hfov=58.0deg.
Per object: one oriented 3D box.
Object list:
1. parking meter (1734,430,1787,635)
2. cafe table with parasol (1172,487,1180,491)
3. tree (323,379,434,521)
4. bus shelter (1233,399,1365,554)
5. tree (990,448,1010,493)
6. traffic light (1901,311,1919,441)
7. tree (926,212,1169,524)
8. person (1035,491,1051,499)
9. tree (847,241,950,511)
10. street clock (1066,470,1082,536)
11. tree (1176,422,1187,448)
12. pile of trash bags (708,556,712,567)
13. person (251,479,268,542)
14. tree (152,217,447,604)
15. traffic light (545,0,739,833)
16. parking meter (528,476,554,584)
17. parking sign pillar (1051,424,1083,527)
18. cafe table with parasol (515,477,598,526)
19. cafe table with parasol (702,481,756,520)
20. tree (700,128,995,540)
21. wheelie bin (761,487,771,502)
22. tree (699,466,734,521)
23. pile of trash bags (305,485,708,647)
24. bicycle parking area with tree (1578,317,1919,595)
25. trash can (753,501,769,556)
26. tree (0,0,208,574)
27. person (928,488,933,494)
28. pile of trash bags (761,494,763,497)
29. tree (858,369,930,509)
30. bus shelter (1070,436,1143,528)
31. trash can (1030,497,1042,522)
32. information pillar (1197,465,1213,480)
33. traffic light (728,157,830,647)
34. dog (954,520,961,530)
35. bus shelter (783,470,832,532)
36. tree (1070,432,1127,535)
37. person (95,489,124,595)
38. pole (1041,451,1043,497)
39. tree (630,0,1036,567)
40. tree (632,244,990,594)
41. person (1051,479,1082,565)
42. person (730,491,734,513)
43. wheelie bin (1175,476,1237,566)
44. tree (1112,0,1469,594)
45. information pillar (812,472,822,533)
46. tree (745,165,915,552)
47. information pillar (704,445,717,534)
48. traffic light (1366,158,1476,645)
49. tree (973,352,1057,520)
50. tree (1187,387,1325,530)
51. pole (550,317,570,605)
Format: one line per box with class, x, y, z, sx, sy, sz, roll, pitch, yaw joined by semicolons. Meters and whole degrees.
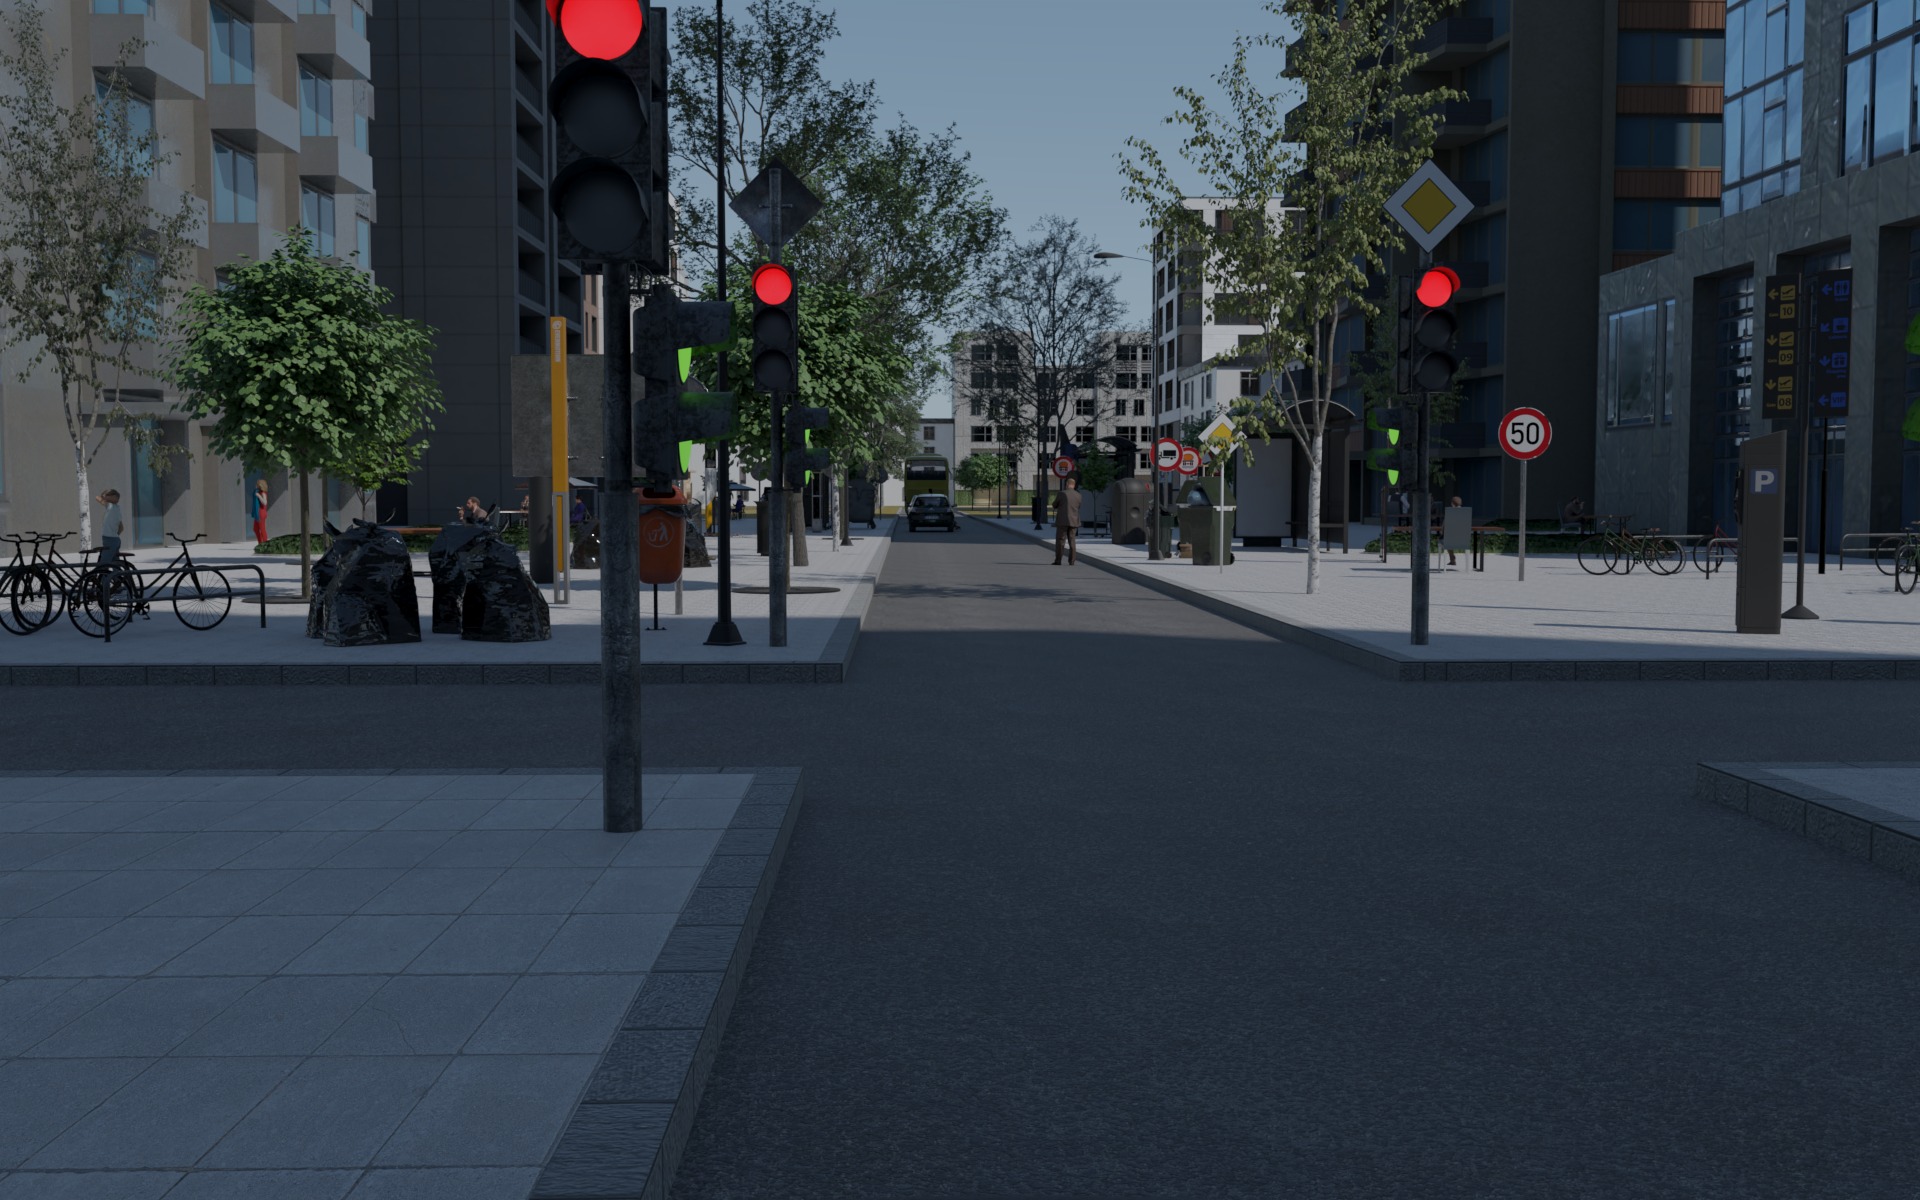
parking meter;7.336;-0.624;15.914;0.399;1.863;0.255;1;4;15
cafe table with parasol;12.123;-5.114;88.481;2.610;1.966;2.610;0;4;1
tree;-8.332;-1.834;24.586;1.663;3.219;1.824;0;3;0
bus shelter;7.486;-2.787;39.487;2.014;3.302;5.546;0;4;-2
tree;2.020;-8.469;122.187;4.285;4.588;4.351;0;3;0
traffic light;4.147;-1.086;6.684;0.839;4.253;0.868;0;4;-2
tree;3.791;-10.059;74.837;12.009;13.543;11.850;0;3;0
person;6.301;-7.726;132.367;1.348;1.823;0.705;-1;4;-13
tree;-7.623;-16.870;131.718;12.611;20.169;13.585;0;3;0
street clock;3.461;-2.934;52.537;0.471;2.002;0.358;3;5;44
tree;9.272;-4.758;61.507;4.285;4.588;4.351;0;3;0
pile of trash bags;-5.941;-1.209;29.519;1.912;1.369;3.447;2;4;33
person;-15.994;-1.943;39.514;0.444;1.614;0.593;-1;4;-9
tree;-7.963;-2.264;20.728;4.285;4.588;4.351;0;3;0
traffic light;-1.271;-1.075;6.503;0.839;4.253;0.868;0;4;-2
parking meter;-5.996;-1.006;24.852;0.372;1.533;0.369;0;3;0
parking sign pillar;4.242;-4.814;67.182;1.447;3.967;1.447;1;4;19
cafe table with parasol;-12.288;-2.936;52.864;2.610;1.966;2.610;-2;4;-24
cafe table with parasol;-11.467;-4.970;86.130;2.610;1.966;2.610;1;4;9
tree;-3.160;-7.502;48.420;9.928;11.665;9.643;0;3;0
wheelie bin;-8.014;-4.043;74.013;0.980;1.594;0.693;-1;4;-16
tree;-11.706;-5.340;81.913;1.663;3.219;1.824;0;3;0
pile of trash bags;-4.164;-0.365;15.720;3.447;1.369;1.912;-1;4;-15
bicycle parking area with tree;14.483;-2.335;25.186;9.016;4.147;8.231;0;4;-5
trash can;-3.895;-1.475;35.770;0.748;1.137;0.748;0;3;0
tree;-13.036;-4.597;25.517;4.360;8.622;3.978;0;3;0
person;-1.667;-5.054;91.814;0.721;1.739;1.217;1;4;14
pile of trash bags;-7.443;-4.083;76.505;3.447;1.369;1.912;2;4;35
tree;-7.146;-14.702;147.032;9.857;13.997;8.962;0;3;0
bus shelter;5.254;-4.213;62.805;2.014;3.302;5.546;0;4;-2
trash can;3.599;-4.156;79.607;0.748;1.137;0.748;0;3;0
information pillar;6.233;-2.421;44.075;0.304;2.012;0.304;-2;4;-24
traffic light;-1.515;-1.564;14.484;0.839;4.253;0.868;0;4;-2
dog;-0.219;-3.015;69.483;0.550;0.427;0.748;1;4;13
bus shelter;-5.526;-5.176;62.264;2.179;5.291;8.768;0;4;-2
tree;4.165;-3.647;54.229;1.663;3.219;1.824;0;3;0
person;-10.902;-0.746;22.142;0.340;1.345;0.435;-1;4;-17
pole;3.966;-5.407;82.249;0.158;3.312;0.155;0;3;0
tree;-2.865;-5.894;30.781;8.767;10.594;7.601;-1;4;-10
tree;-2.262;-2.379;22.616;4.285;4.588;4.351;0;3;0
person;2.131;-1.577;34.977;0.565;1.739;0.600;-3;5;-43
person;-15.264;-6.613;114.195;0.705;1.821;1.348;-3;5;-41
wheelie bin;4.504;-1.424;31.189;0.980;1.594;0.693;-3;4;-38
tree;4.392;-4.392;22.174;4.737;8.622;4.395;0;3;0
information pillar;-4.754;-3.248;57.597;0.304;2.012;0.304;0;4;4
tree;-2.840;-5.364;38.070;4.360;8.622;3.978;0;3;0
information pillar;-7.961;-3.907;55.230;0.183;3.616;0.504;2;4;32
traffic light;3.903;-1.575;14.665;0.839;4.253;0.868;0;4;-2
tree;2.611;-8.218;84.735;4.360;8.622;3.978;0;3;0
tree;9.534;-4.237;52.987;4.285;4.588;4.351;0;3;0
pole;-4.638;-1.605;20.086;0.158;3.312;0.155;0;3;0
